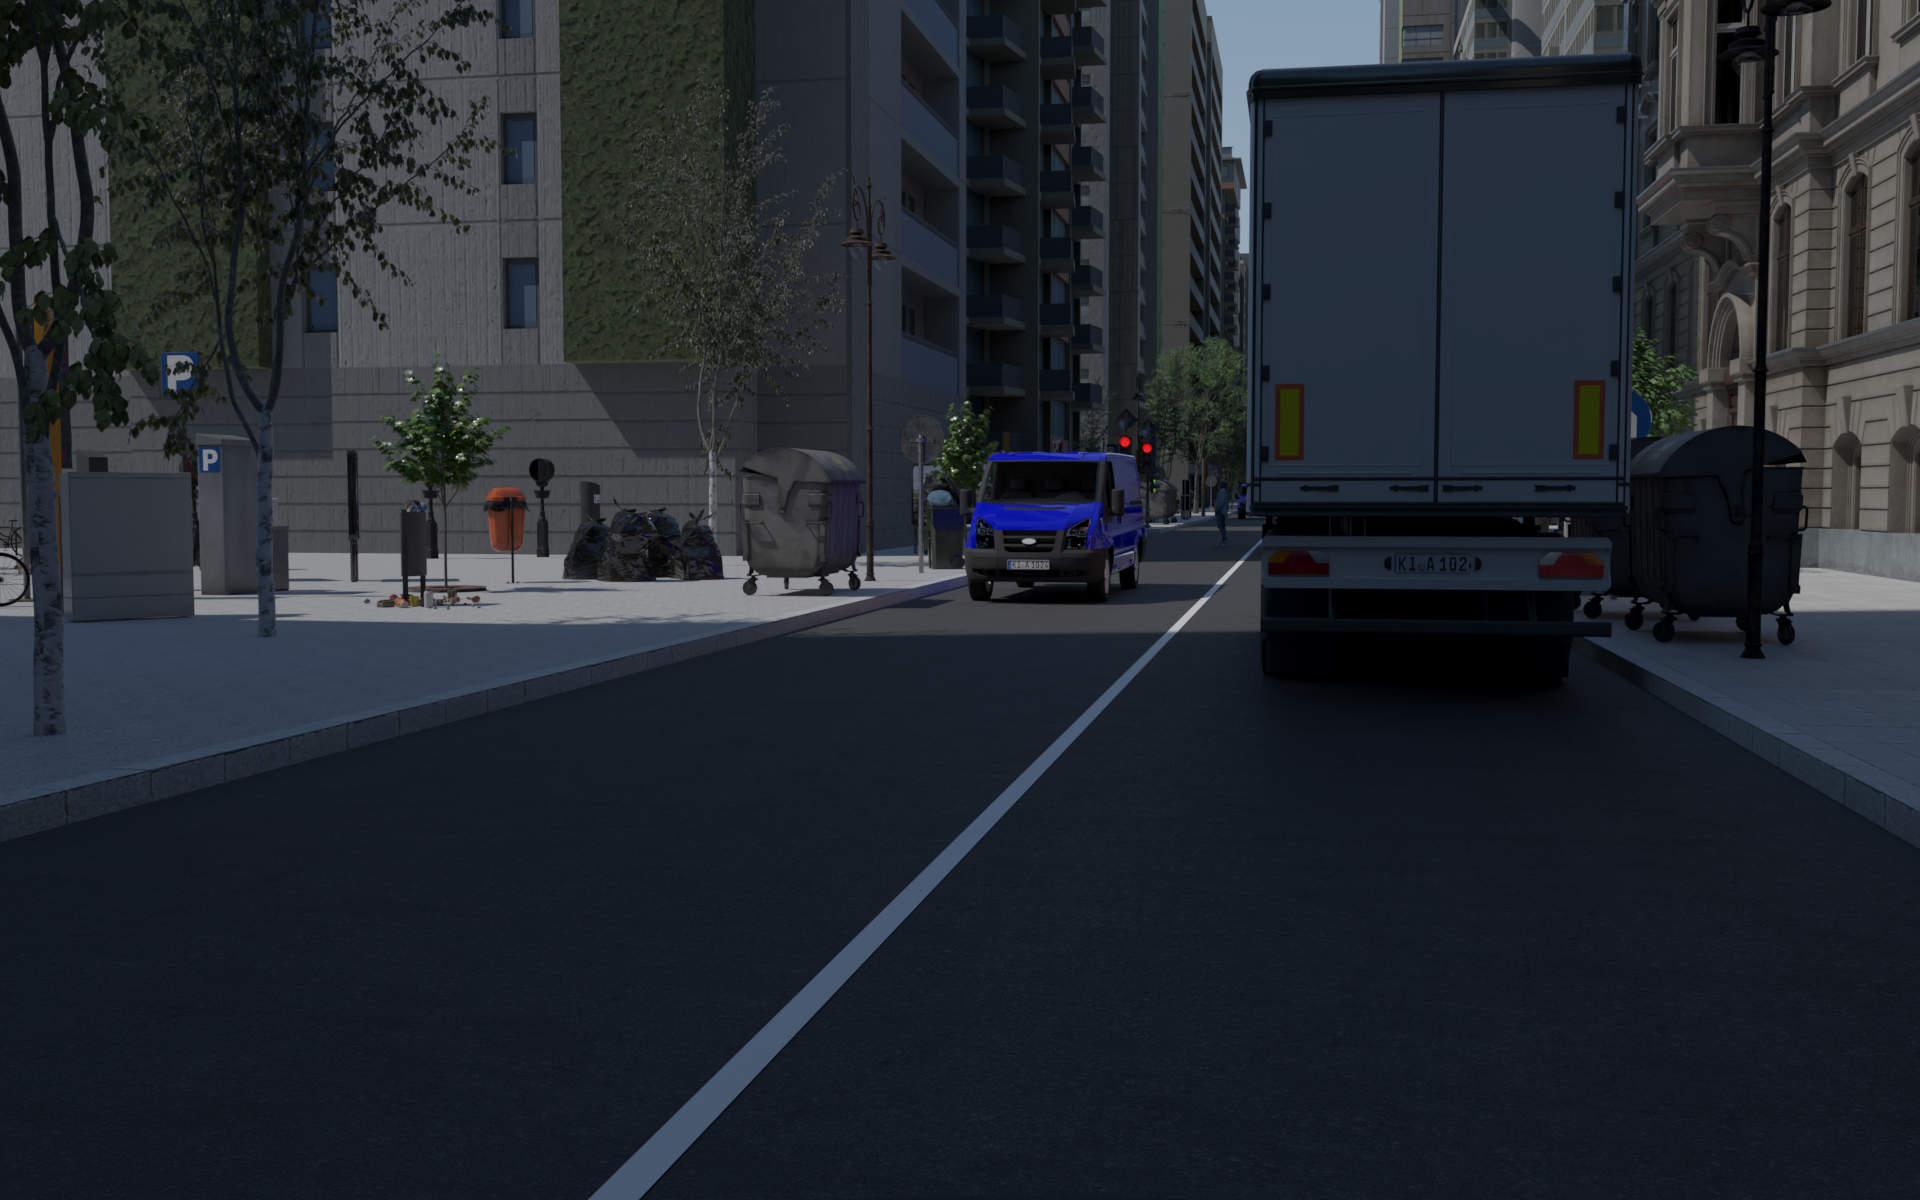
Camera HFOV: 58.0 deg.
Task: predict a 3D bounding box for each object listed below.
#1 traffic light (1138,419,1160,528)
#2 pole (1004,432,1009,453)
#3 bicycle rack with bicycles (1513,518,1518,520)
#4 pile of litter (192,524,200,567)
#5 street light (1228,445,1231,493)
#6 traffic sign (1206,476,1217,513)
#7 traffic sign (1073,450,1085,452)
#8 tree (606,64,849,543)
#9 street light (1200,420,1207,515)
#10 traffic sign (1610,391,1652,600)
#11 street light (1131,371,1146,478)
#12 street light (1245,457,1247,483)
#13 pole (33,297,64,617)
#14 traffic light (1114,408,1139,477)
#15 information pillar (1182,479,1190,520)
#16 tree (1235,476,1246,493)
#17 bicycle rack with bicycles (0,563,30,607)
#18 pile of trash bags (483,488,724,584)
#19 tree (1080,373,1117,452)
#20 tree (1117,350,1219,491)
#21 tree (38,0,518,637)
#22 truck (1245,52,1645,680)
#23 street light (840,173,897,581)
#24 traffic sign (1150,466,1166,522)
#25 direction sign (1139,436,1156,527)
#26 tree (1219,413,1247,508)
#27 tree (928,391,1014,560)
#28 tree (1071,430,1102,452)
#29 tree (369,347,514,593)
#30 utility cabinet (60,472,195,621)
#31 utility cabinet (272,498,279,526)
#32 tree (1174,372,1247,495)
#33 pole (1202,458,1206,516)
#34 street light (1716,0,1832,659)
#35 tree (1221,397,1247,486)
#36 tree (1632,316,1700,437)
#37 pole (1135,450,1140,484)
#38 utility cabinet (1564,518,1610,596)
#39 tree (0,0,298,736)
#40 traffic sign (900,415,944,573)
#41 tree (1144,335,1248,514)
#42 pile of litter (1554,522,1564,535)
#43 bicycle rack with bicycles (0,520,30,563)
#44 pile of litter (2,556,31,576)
[{"bbox_3d":[7.029,-4.634,64.693,0.839,4.253,0.868,1,4,11],"label":"traffic light"},{"bbox_3d":[1.538,-3.857,56.898,0.158,3.312,0.155,0,3,0],"label":"pole"},{"bbox_3d":[29.938,-5.179,98.060,2.852,0.926,2.925,1,4,15],"label":"bicycle rack with bicycles"},{"bbox_3d":[-13.838,-1.034,30.877,1.719,0.858,1.176,0,4,-1],"label":"pile of litter"},{"bbox_3d":[21.742,-10.240,140.219,0.468,5.910,1.993,1,4,11],"label":"street light"},{"bbox_3d":[17.339,-7.308,119.598,0.768,2.556,0.104,1,4,16],"label":"traffic sign"},{"bbox_3d":[3.437,-3.055,50.055,0.768,2.556,0.104,1,4,14],"label":"traffic sign"},{"bbox_3d":[-4.207,-4.924,30.872,4.360,8.622,3.978,0,3,0],"label":"tree"},{"bbox_3d":[14.922,-8.179,106.512,0.468,5.910,1.993,1,4,11],"label":"street light"},{"bbox_3d":[7.960,-1.279,21.011,0.768,2.556,0.104,1,4,12],"label":"traffic sign"},{"bbox_3d":[6.709,-5.650,65.170,0.468,5.910,1.993,1,4,11],"label":"street light"},{"bbox_3d":[30.038,-12.774,181.640,0.468,5.910,1.993,1,4,11],"label":"street light"},{"bbox_3d":[-9.460,-1.478,18.005,0.158,3.312,0.155,0,3,0],"label":"pole"},{"bbox_3d":[5.458,-4.156,56.864,0.839,4.253,0.868,1,4,11],"label":"traffic light"},{"bbox_3d":[11.340,-5.042,86.921,0.304,2.012,0.304,-1,4,-22],"label":"information pillar"},{"bbox_3d":[30.365,-11.731,186.409,1.663,3.219,1.824,0,3,0],"label":"tree"},{"bbox_3d":[-11.687,-0.303,18.337,2.925,0.926,2.852,-1,4,-19],"label":"bicycle rack with bicycles"},{"bbox_3d":[-5.358,-0.982,25.815,3.447,1.369,1.912,-2,4,-32],"label":"pile of trash bags"},{"bbox_3d":[7.620,-9.374,103.631,4.360,8.622,3.978,0,3,0],"label":"tree"},{"bbox_3d":[10.786,-8.522,89.696,4.360,8.622,3.978,0,3,0],"label":"tree"},{"bbox_3d":[-6.216,-3.989,15.590,4.360,8.622,3.978,0,3,0],"label":"tree"},{"bbox_3d":[4.172,-1.702,16.749,2.839,4.237,11.283,1,4,11],"label":"truck"},{"bbox_3d":[-1.324,-3.216,25.376,0.468,5.910,1.993,1,4,11],"label":"street light"},{"bbox_3d":[9.025,-4.836,79.182,0.768,2.556,0.104,1,4,20],"label":"traffic sign"},{"bbox_3d":[7.269,-4.604,67.270,0.876,3.537,0.379,-3,4,-39],"label":"direction sign"},{"bbox_3d":[20.173,-11.212,133.683,4.360,8.622,3.978,0,3,0],"label":"tree"},{"bbox_3d":[0.240,-2.319,32.520,1.663,3.219,1.824,0,3,0],"label":"tree"},{"bbox_3d":[4.042,-3.523,52.200,1.663,3.219,1.824,0,3,0],"label":"tree"},{"bbox_3d":[-6.877,-1.736,22.984,1.663,3.219,1.824,0,3,0],"label":"tree"},{"bbox_3d":[-8.496,-0.551,17.686,1.173,1.500,0.318,-3,5,-43],"label":"utility cabinet"},{"bbox_3d":[-10.438,-0.891,25.722,0.306,1.237,1.020,-3,5,-41],"label":"utility cabinet"},{"bbox_3d":[18.982,-11.651,124.899,7.601,10.594,8.767,0,4,-2],"label":"tree"},{"bbox_3d":[13.966,-6.446,99.240,0.158,3.312,0.155,0,3,0],"label":"pole"},{"bbox_3d":[6.205,-2.483,13.377,0.468,5.910,1.993,1,4,11],"label":"street light"},{"bbox_3d":[36.212,-18.762,213.410,9.857,13.997,8.962,0,3,0],"label":"tree"},{"bbox_3d":[10.515,-2.773,29.050,4.285,4.588,4.351,0,3,0],"label":"tree"},{"bbox_3d":[8.222,-5.286,80.275,0.158,3.312,0.155,0,3,0],"label":"pole"},{"bbox_3d":[8.173,-0.655,21.874,1.020,1.237,0.306,1,4,15],"label":"utility cabinet"},{"bbox_3d":[-4.983,-3.574,8.797,4.737,8.622,4.395,0,3,0],"label":"tree"},{"bbox_3d":[-0.629,-1.706,28.002,0.768,2.556,0.104,1,4,19],"label":"traffic sign"},{"bbox_3d":[15.523,-11.414,112.369,9.928,11.665,9.643,0,3,0],"label":"tree"},{"bbox_3d":[19.201,-2.431,53.707,1.719,0.858,1.176,2,4,34],"label":"pile of litter"},{"bbox_3d":[-18.747,-1.324,35.029,2.852,0.926,2.925,1,4,13],"label":"bicycle rack with bicycles"},{"bbox_3d":[-14.755,-0.864,28.093,1.176,0.858,1.719,2,4,30],"label":"pile of litter"}]
